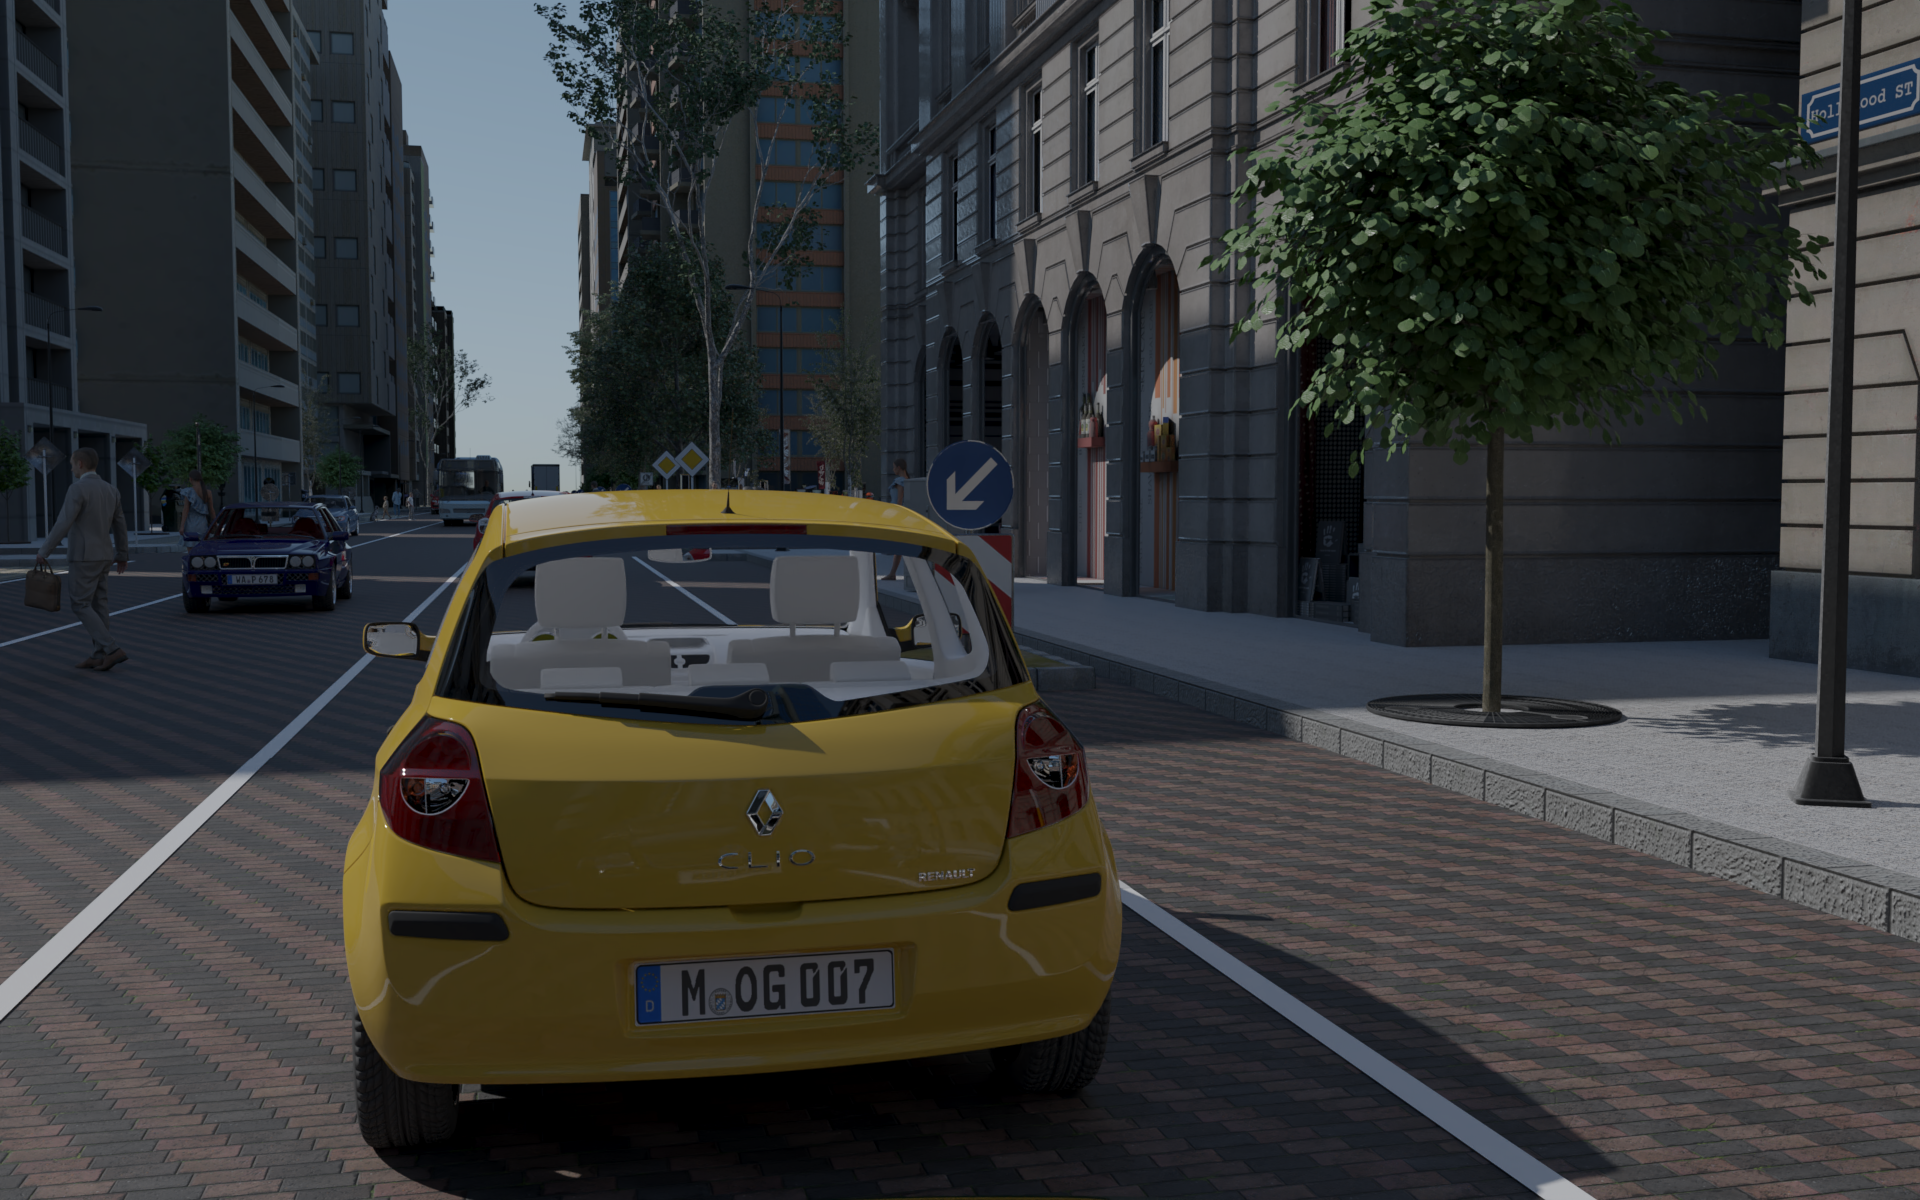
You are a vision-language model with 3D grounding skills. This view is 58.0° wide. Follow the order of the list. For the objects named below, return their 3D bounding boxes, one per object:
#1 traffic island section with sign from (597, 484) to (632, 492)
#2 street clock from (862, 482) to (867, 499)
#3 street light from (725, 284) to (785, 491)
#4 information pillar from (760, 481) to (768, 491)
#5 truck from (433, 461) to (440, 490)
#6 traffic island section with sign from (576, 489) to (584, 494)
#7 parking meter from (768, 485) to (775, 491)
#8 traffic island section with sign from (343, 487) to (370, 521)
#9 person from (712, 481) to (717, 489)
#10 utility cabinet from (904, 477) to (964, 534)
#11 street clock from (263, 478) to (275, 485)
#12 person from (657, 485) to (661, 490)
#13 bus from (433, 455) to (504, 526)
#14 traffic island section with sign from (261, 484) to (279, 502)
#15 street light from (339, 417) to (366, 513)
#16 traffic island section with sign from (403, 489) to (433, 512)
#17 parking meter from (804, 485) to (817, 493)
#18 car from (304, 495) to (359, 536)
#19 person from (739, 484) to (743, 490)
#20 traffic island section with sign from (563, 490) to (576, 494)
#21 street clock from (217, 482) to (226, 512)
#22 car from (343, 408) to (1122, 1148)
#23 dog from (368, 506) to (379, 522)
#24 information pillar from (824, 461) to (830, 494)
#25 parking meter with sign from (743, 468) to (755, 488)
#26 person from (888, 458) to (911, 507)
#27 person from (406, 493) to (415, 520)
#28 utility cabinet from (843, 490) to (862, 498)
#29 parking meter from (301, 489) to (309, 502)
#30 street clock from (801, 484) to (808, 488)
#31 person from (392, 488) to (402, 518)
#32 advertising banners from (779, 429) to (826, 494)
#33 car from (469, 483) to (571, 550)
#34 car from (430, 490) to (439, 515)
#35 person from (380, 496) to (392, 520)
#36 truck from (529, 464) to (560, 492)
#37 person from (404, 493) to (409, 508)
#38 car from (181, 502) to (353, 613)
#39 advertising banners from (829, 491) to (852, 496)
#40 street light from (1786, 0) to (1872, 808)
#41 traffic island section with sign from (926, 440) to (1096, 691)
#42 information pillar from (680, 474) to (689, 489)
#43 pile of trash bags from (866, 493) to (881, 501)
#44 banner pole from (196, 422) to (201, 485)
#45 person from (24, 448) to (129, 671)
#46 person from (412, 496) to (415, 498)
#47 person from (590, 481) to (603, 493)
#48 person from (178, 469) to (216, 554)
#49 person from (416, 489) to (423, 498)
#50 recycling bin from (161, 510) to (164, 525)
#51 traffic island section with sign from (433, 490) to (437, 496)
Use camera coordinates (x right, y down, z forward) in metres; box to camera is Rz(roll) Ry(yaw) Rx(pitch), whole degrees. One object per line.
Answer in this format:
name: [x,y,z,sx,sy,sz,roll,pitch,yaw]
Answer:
traffic island section with sign: [-13.256,-3.607,67.595,1.989,1.847,2.006,-1,4,-14]
street clock: [-5.976,-6.314,107.809,0.358,2.002,0.471,0,4,-5]
street light: [-4.512,-4.041,38.606,1.470,5.913,1.316,-1,4,-14]
information pillar: [-10.823,-5.580,95.731,0.304,2.012,0.304,2,4,26]
truck: [-40.980,-9.280,141.493,2.967,4.110,18.799,-1,4,-13]
traffic island section with sign: [-19.770,-5.253,94.516,1.989,1.847,2.006,-1,4,-14]
parking meter: [-11.578,-6.153,106.312,0.399,1.863,0.255,-1,4,-21]
traffic island section with sign: [-32.194,-5.062,91.399,1.989,1.847,2.006,-1,4,-14]
person: [-7.887,-2.972,55.642,0.512,1.701,0.522,-1,4,-23]
utility cabinet: [-0.341,-0.838,22.383,0.318,1.500,1.173,-2,4,-29]
street clock: [-30.208,-4.355,75.782,0.471,2.002,0.358,-1,4,-19]
person: [-17.470,-5.674,99.030,1.509,1.804,0.699,3,5,39]
bus: [-22.819,-5.280,81.187,2.948,3.499,13.247,-1,4,-14]
traffic island section with sign: [-25.730,-3.423,64.599,1.989,1.847,2.006,-1,4,-14]
street light: [-36.813,-8.068,104.448,1.470,5.913,1.316,-1,4,-14]
traffic island section with sign: [-43.958,-8.042,140.120,1.989,1.847,2.006,-1,4,-14]
parking meter: [-4.197,-2.454,48.527,0.372,1.533,0.369,0,3,0]
car: [-21.266,-2.822,58.150,2.014,1.417,4.499,-1,4,-13]
person: [-11.469,-5.171,90.592,0.555,1.821,0.388,-2,4,-25]
traffic island section with sign: [-37.731,-9.807,168.965,1.989,1.847,2.006,-1,4,-14]
street clock: [-30.839,-4.145,72.348,0.358,2.002,0.471,-3,4,-38]
car: [-0.842,0.297,5.363,2.015,1.641,3.980,-1,4,-13]
dog: [-30.405,-4.444,89.502,0.800,0.831,0.513,-2,4,-26]
information pillar: [-9.314,-7.954,121.406,0.183,3.616,0.504,3,5,41]
parking meter with sign: [-13.682,-7.321,115.952,1.738,3.016,0.543,3,4,36]
person: [-0.821,-1.183,25.472,0.778,1.811,0.616,2,4,32]
person: [-29.923,-5.097,94.434,0.523,1.515,0.503,-2,4,-24]
utility cabinet: [-6.226,-5.620,100.568,1.173,1.500,0.318,2,4,32]
parking meter: [-33.882,-4.967,89.622,0.372,1.533,0.369,0,3,0]
street clock: [-10.997,-7.236,122.874,0.471,2.002,0.358,3,4,36]
person: [-33.691,-5.802,103.624,0.793,1.790,0.793,1,4,11]
advertising banners: [-4.339,-3.128,47.324,0.090,3.025,2.074,2,4,30]
car: [-6.909,-1.173,28.213,2.155,1.783,4.494,-1,4,-12]
car: [-36.393,-6.993,123.006,2.281,1.827,5.304,-1,4,-12]
person: [-32.067,-5.138,96.781,0.640,1.303,0.475,-3,5,-40]
truck: [-39.881,-10.853,166.365,2.839,4.237,11.283,-1,4,-15]
person: [-49.683,-8.941,155.463,0.421,1.427,0.697,-2,4,-27]
car: [-8.838,-0.592,22.266,1.945,1.354,3.894,-1,4,-15]
advertising banners: [-6.598,-5.787,90.812,2.074,3.025,0.090,2,4,23]
street light: [3.097,-2.103,6.931,1.470,5.913,1.316,-1,4,-14]
traffic island section with sign: [-0.200,-0.292,13.408,1.989,1.847,2.006,-1,4,-14]
information pillar: [-10.240,-3.672,64.536,0.304,2.012,0.304,-1,4,-14]
pile of trash bags: [-5.630,-6.849,121.729,1.912,1.369,3.447,2,4,26]
banner pole: [-26.550,-4.310,60.491,0.401,3.779,0.863,-2,4,-31]
person: [-7.151,-0.340,14.180,0.853,1.813,0.709,1,4,10]
person: [-58.152,-10.887,184.487,0.683,1.767,0.568,3,4,39]
person: [-11.207,-2.756,53.522,0.822,1.834,0.622,3,4,36]
person: [-11.791,-1.117,26.852,0.616,1.811,0.778,-3,4,-37]
person: [-58.330,-11.008,186.107,1.350,1.814,0.705,0,4,-4]
recycling bin: [-32.792,-3.640,72.065,0.722,1.027,0.722,-1,4,-16]
traffic island section with sign: [-50.342,-9.661,166.581,1.989,1.847,2.006,-1,4,-14]
